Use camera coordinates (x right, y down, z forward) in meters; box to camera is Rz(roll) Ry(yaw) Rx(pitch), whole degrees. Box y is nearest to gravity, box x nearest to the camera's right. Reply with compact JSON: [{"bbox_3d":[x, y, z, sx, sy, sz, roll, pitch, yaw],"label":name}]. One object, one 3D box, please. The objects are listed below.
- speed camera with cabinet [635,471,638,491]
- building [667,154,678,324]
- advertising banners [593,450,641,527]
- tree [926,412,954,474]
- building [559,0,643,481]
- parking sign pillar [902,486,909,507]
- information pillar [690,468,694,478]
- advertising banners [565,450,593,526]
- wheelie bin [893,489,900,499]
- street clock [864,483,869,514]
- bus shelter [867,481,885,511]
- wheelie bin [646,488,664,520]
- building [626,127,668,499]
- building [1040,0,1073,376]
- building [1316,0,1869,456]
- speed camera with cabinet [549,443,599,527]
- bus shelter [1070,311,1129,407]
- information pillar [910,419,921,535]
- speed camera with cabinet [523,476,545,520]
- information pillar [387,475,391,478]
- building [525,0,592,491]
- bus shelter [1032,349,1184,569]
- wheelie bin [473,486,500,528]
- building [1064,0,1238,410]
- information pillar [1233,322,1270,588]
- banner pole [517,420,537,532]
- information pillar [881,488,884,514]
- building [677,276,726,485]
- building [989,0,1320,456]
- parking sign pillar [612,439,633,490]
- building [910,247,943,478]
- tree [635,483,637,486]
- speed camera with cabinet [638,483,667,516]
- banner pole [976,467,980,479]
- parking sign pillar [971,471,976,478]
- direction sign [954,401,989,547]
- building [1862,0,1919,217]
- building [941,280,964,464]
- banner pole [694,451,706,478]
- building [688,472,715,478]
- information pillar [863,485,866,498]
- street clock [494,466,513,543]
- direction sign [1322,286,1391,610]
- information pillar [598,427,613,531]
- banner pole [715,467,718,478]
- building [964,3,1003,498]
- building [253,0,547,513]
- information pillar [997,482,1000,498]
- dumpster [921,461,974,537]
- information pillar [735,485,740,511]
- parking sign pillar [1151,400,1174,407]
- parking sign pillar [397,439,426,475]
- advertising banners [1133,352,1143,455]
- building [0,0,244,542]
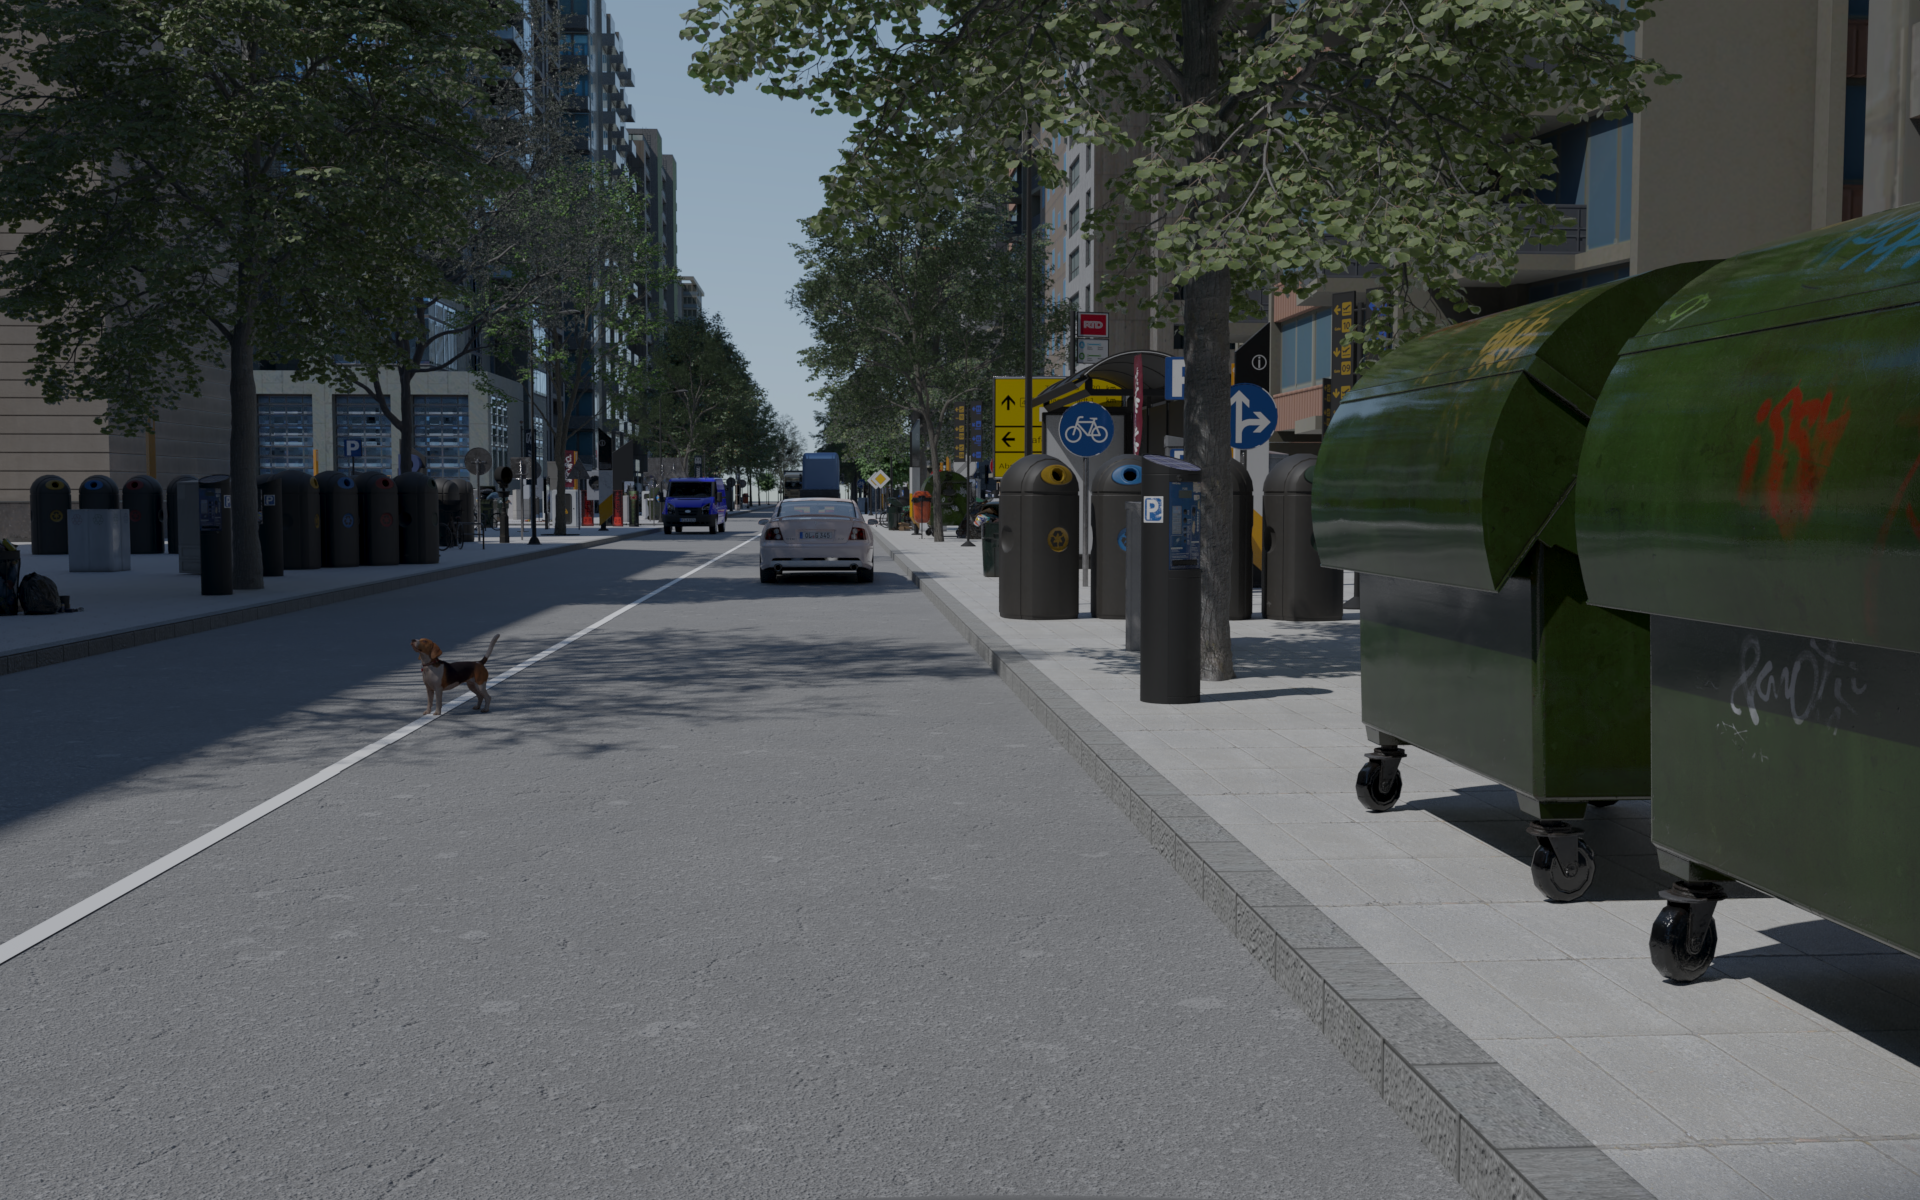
[{"bbox_3d":[-27.875,-9.290,146.228,2.038,3.252,0.660,2,4,27],"label":"speed camera with cabinet"},{"bbox_3d":[-40.559,-31.714,202.120,14.154,41.232,14.086,0,4,-4],"label":"building"},{"bbox_3d":[-13.450,-4.401,68.141,2.074,3.025,0.090,2,4,23],"label":"advertising banners"},{"bbox_3d":[-1.392,-11.400,136.753,4.360,8.622,3.978,0,3,0],"label":"tree"},{"bbox_3d":[-42.913,-33.363,165.085,23.786,49.044,30.456,0,4,-4],"label":"building"},{"bbox_3d":[-2.924,-7.136,105.141,1.447,3.967,1.447,-2,4,-27],"label":"parking sign pillar"},{"bbox_3d":[-21.205,-8.912,137.067,0.504,3.616,0.183,3,4,38],"label":"information pillar"},{"bbox_3d":[-14.783,-4.443,68.831,2.074,3.025,0.090,-1,4,-11],"label":"advertising banners"},{"bbox_3d":[-4.081,-6.430,113.045,0.693,1.594,0.980,-3,5,-42],"label":"wheelie bin"},{"bbox_3d":[-5.906,-6.382,108.910,0.358,2.002,0.471,0,4,-1],"label":"street clock"},{"bbox_3d":[-6.470,-9.758,137.182,2.179,5.291,8.768,0,4,-4],"label":"bus shelter"},{"bbox_3d":[-14.922,-4.708,84.878,0.980,1.594,0.693,3,5,42],"label":"wheelie bin"},{"bbox_3d":[-39.870,-30.840,187.833,14.154,41.232,14.086,0,4,-4],"label":"building"},{"bbox_3d":[12.794,-28.108,109.670,14.600,45.320,14.200,0,4,-4],"label":"building"},{"bbox_3d":[18.324,-23.868,44.872,22.147,44.769,28.867,0,4,-4],"label":"building"},{"bbox_3d":[-14.645,-4.428,66.727,2.038,3.252,0.660,0,4,5],"label":"speed camera with cabinet"},{"bbox_3d":[2.390,-3.551,35.683,2.179,5.291,8.768,0,4,-4],"label":"bus shelter"},{"bbox_3d":[-1.402,-3.836,54.075,0.183,3.616,0.504,2,4,30],"label":"information pillar"},{"bbox_3d":[-19.656,-5.360,81.978,0.660,3.252,2.038,3,5,43],"label":"speed camera with cabinet"},{"bbox_3d":[-22.544,-3.897,68.215,0.304,2.012,0.304,-1,4,-14],"label":"information pillar"},{"bbox_3d":[-40.537,-42.760,137.380,20.563,71.187,20.611,0,4,-4],"label":"building"},{"bbox_3d":[2.357,-2.024,27.024,2.014,3.302,5.546,0,4,-4],"label":"bus shelter"},{"bbox_3d":[-17.897,-3.534,65.687,0.980,1.594,0.693,0,3,0],"label":"wheelie bin"},{"bbox_3d":[13.564,-19.807,95.543,14.107,30.474,14.160,0,4,-4],"label":"building"},{"bbox_3d":[3.982,-1.972,23.601,0.504,3.616,0.183,0,4,-6],"label":"information pillar"},{"bbox_3d":[-14.613,-4.190,58.525,0.863,3.779,0.401,2,4,26],"label":"banner pole"},{"bbox_3d":[-4.943,-7.300,110.703,0.183,3.616,0.504,0,4,1],"label":"information pillar"},{"bbox_3d":[-55.187,-36.271,284.909,32.217,40.220,23.993,0,4,-4],"label":"building"},{"bbox_3d":[13.686,-29.644,139.309,22.147,44.769,28.867,0,4,-4],"label":"building"},{"bbox_3d":[-16.671,-5.891,84.787,1.447,3.967,1.447,-1,4,-21],"label":"parking sign pillar"},{"bbox_3d":[2.610,-39.373,298.366,22.147,44.769,28.867,0,4,-4],"label":"building"},{"bbox_3d":[-27.623,-9.056,142.674,1.663,3.219,1.824,0,3,0],"label":"tree"},{"bbox_3d":[-17.255,-6.434,99.528,2.038,3.252,0.660,1,4,18],"label":"speed camera with cabinet"},{"bbox_3d":[1.356,-9.189,140.250,0.401,3.779,0.863,-3,4,-36],"label":"banner pole"},{"bbox_3d":[0.630,-7.891,117.492,1.447,3.967,1.447,2,4,29],"label":"parking sign pillar"},{"bbox_3d":[0.201,-3.075,42.273,0.876,3.537,0.379,3,5,40],"label":"direction sign"},{"bbox_3d":[23.220,-23.740,11.853,21.300,48.544,21.600,0,4,-4],"label":"building"},{"bbox_3d":[9.647,-35.516,272.566,32.217,40.220,23.993,0,4,-4],"label":"building"},{"bbox_3d":[-14.789,-6.658,98.870,0.863,3.779,0.401,-2,4,-31],"label":"banner pole"},{"bbox_3d":[-51.025,-25.324,259.088,27.650,21.520,28.899,0,4,-4],"label":"building"},{"bbox_3d":[-7.884,-8.504,143.535,0.304,2.012,0.304,0,4,-6],"label":"information pillar"},{"bbox_3d":[-11.941,-2.494,45.348,0.358,2.002,0.471,2,4,26],"label":"street clock"},{"bbox_3d":[4.438,-1.668,19.272,0.379,3.537,0.876,-2,4,-31],"label":"direction sign"},{"bbox_3d":[-12.369,-4.222,60.382,0.504,3.616,0.183,0,4,-3],"label":"information pillar"},{"bbox_3d":[-16.074,-7.647,115.045,0.401,3.779,0.863,-3,4,-36],"label":"banner pole"},{"bbox_3d":[10.860,-39.009,179.793,21.231,58.520,28.212,0,4,-4],"label":"building"},{"bbox_3d":[-37.061,-48.358,103.333,22.319,86.520,31.000,0,4,-4],"label":"building"},{"bbox_3d":[2.509,-6.337,108.109,0.304,2.012,0.304,-3,4,-37],"label":"information pillar"},{"bbox_3d":[-0.402,-3.040,52.193,1.502,2.255,1.985,0,4,-4],"label":"dumpster"},{"bbox_3d":[-17.203,-7.916,133.914,0.304,2.012,0.304,-2,4,-35],"label":"information pillar"},{"bbox_3d":[4.602,-3.078,38.804,1.447,3.967,1.447,-1,4,-14],"label":"parking sign pillar"},{"bbox_3d":[-26.638,-5.855,84.199,1.447,3.967,1.447,0,4,7],"label":"parking sign pillar"},{"bbox_3d":[2.155,-1.605,22.428,0.090,3.025,2.074,0,4,-4],"label":"advertising banners"},{"bbox_3d":[-35.121,-15.477,50.306,25.104,27.353,12.463,0,4,-4],"label":"building"}]
